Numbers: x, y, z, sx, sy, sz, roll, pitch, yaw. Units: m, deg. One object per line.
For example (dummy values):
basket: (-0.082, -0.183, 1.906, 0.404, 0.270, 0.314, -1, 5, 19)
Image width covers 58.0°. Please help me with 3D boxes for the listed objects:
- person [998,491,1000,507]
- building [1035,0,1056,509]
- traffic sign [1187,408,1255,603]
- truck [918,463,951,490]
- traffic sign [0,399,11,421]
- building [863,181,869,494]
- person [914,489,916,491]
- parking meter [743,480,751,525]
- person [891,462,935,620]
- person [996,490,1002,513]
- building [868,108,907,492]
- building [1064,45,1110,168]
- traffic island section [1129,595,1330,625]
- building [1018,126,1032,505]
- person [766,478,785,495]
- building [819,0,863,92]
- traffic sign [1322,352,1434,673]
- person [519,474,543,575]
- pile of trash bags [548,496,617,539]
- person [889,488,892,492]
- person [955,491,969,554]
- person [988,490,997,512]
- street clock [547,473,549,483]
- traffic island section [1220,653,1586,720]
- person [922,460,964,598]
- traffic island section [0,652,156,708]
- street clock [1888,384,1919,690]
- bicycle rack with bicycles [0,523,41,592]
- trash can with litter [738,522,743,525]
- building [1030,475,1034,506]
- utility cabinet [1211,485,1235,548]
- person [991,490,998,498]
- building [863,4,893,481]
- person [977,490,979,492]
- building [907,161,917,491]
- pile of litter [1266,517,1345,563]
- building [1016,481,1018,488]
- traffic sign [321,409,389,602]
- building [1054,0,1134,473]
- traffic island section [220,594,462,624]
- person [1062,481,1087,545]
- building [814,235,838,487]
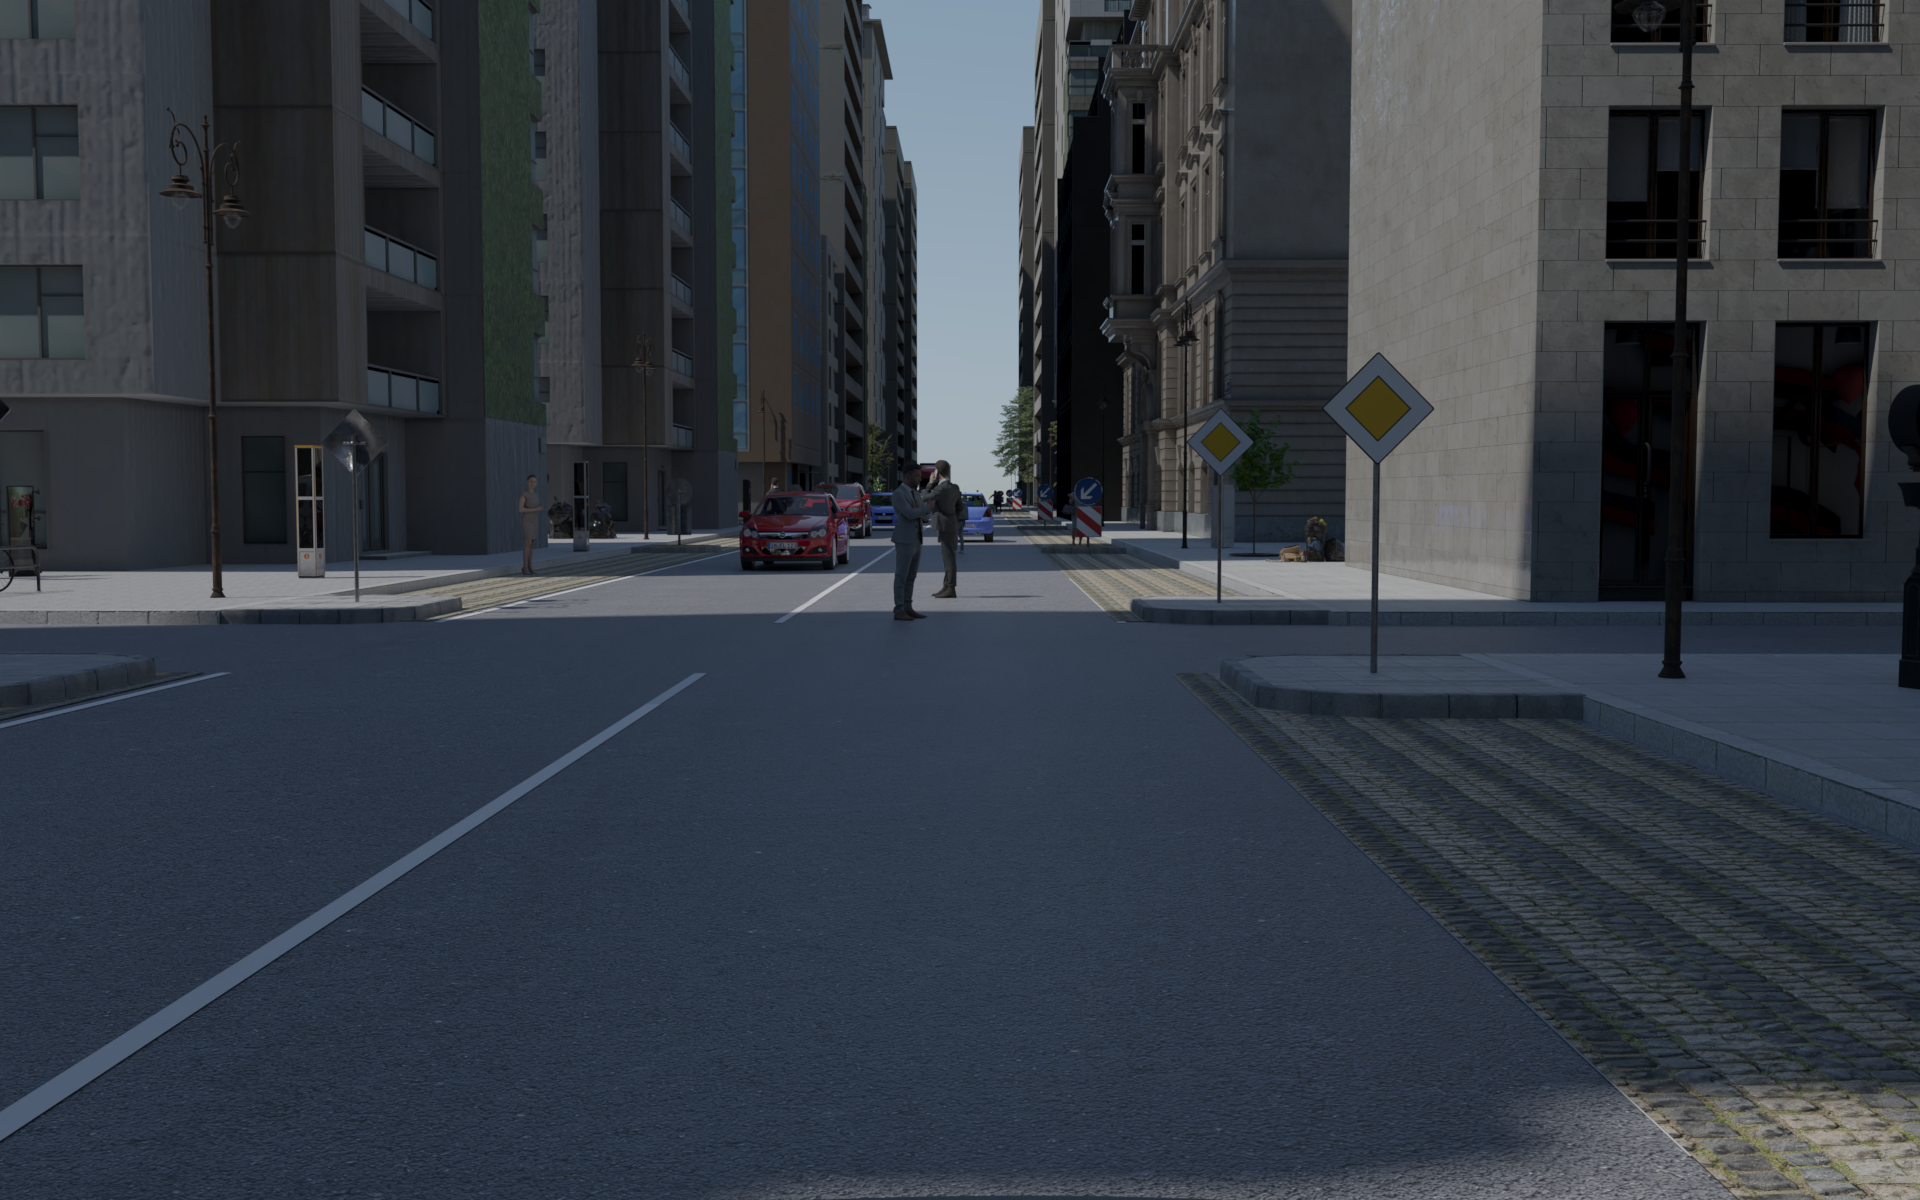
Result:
person: (4.375, -11.572, 197.725, 0.705, 1.821, 1.348, 0, 4, -4)
building: (17.845, -32.803, 160.023, 21.300, 48.544, 21.600, 0, 4, 1)
traffic sign: (3.049, -1.021, 20.342, 0.795, 2.450, 0.064, 0, 4, 1)
truck: (-2.309, -10.330, 157.801, 2.839, 4.237, 11.283, 0, 4, 2)
traffic sign: (-7.229, -0.541, 12.487, 0.795, 2.450, 0.064, 0, 4, 1)
building: (-15.588, -23.346, 153.414, 14.160, 30.474, 14.107, 0, 4, 1)
person: (-3.472, -7.596, 132.676, 1.348, 1.826, 0.705, -3, 5, -44)
parking meter: (-8.607, -3.929, 69.942, 0.255, 1.863, 0.399, 0, 4, 8)
person: (-0.527, -0.677, 19.751, 0.466, 1.800, 0.511, 1, 4, 13)
person: (3.064, -7.639, 134.312, 0.530, 1.710, 0.541, -3, 5, -40)
building: (-18.087, -36.334, 217.768, 21.300, 48.544, 21.600, 0, 4, 1)
building: (13.834, -21.018, 115.351, 14.160, 30.474, 14.107, 0, 4, 1)
traffic island section: (3.073, 0.114, 20.419, 2.009, 0.180, 2.903, 0, 4, 1)
building: (18.260, -36.332, 217.728, 21.300, 48.544, 21.600, 0, 4, 1)
person: (-5.302, -2.589, 50.187, 0.648, 1.900, 0.474, -3, 5, -41)
building: (-18.862, -31.251, 134.660, 21.300, 48.544, 21.600, 0, 4, 1)
traffic sign: (2.964, -0.533, 12.358, 0.795, 2.450, 0.064, 0, 4, 1)
person: (-7.591, -1.335, 30.672, 0.374, 1.781, 0.599, 1, 4, 18)
pile of trash bags: (-11.611, -2.475, 50.222, 3.447, 1.369, 1.912, 0, 4, 7)
person: (-4.262, -5.985, 106.360, 1.348, 1.823, 0.705, 0, 4, -6)
person: (-0.037, -1.872, 41.710, 0.523, 1.515, 0.503, 0, 4, 6)
person: (2.831, -7.916, 138.647, 1.217, 1.743, 0.721, 1, 4, 20)
street clock: (-12.660, -2.922, 52.344, 0.471, 2.002, 0.358, 0, 4, -1)
traffic island section: (2.988, 0.602, 12.435, 2.009, 0.180, 2.903, 0, 4, 1)
person: (-0.249, -0.981, 23.906, 0.474, 1.900, 0.648, 1, 4, 16)
traffic island section: (-7.253, 0.595, 12.549, 2.009, 0.180, 2.903, 0, 4, 1)
street clock: (6.353, -0.417, 11.393, 0.471, 2.002, 0.358, -1, 4, -18)
bicycle rack with bicycles: (-13.296, -0.523, 21.933, 2.852, 0.926, 2.925, 1, 4, 9)
trash can with litter: (-9.410, -3.701, 71.562, 1.678, 1.210, 2.233, -1, 4, -16)
building: (18.306, -46.343, 195.955, 20.563, 71.187, 20.611, 0, 4, 1)
utility cabinet: (6.272, -2.000, 41.384, 0.318, 1.500, 1.173, 1, 4, 21)
person: (3.395, -9.589, 165.368, 1.348, 1.812, 0.705, -2, 4, -30)
building: (-22.300, -36.907, 192.666, 28.713, 52.752, 27.495, 0, 4, 1)
person: (1.596, -9.197, 158.899, 0.705, 1.821, 1.348, -3, 5, -41)
building: (-16.940, -37.664, 239.506, 21.300, 48.544, 21.600, 0, 4, 1)
pile of litter: (6.605, -1.160, 32.936, 1.719, 0.858, 1.176, 0, 4, -4)
building: (24.004, -33.611, 241.415, 32.217, 40.220, 23.993, 0, 4, 1)
traffic sign: (-7.144, -1.029, 20.471, 0.795, 2.450, 0.064, 0, 4, 1)
building: (21.380, -33.402, 135.354, 28.713, 52.752, 27.495, 0, 4, 1)
traffic island section: (-7.168, 0.107, 20.533, 2.009, 0.180, 2.903, 0, 4, 1)
person: (3.057, -2.255, 45.719, 0.716, 1.782, 0.532, 0, 4, 5)
building: (-22.763, -16.225, 110.322, 27.650, 21.520, 28.899, 0, 4, 1)
